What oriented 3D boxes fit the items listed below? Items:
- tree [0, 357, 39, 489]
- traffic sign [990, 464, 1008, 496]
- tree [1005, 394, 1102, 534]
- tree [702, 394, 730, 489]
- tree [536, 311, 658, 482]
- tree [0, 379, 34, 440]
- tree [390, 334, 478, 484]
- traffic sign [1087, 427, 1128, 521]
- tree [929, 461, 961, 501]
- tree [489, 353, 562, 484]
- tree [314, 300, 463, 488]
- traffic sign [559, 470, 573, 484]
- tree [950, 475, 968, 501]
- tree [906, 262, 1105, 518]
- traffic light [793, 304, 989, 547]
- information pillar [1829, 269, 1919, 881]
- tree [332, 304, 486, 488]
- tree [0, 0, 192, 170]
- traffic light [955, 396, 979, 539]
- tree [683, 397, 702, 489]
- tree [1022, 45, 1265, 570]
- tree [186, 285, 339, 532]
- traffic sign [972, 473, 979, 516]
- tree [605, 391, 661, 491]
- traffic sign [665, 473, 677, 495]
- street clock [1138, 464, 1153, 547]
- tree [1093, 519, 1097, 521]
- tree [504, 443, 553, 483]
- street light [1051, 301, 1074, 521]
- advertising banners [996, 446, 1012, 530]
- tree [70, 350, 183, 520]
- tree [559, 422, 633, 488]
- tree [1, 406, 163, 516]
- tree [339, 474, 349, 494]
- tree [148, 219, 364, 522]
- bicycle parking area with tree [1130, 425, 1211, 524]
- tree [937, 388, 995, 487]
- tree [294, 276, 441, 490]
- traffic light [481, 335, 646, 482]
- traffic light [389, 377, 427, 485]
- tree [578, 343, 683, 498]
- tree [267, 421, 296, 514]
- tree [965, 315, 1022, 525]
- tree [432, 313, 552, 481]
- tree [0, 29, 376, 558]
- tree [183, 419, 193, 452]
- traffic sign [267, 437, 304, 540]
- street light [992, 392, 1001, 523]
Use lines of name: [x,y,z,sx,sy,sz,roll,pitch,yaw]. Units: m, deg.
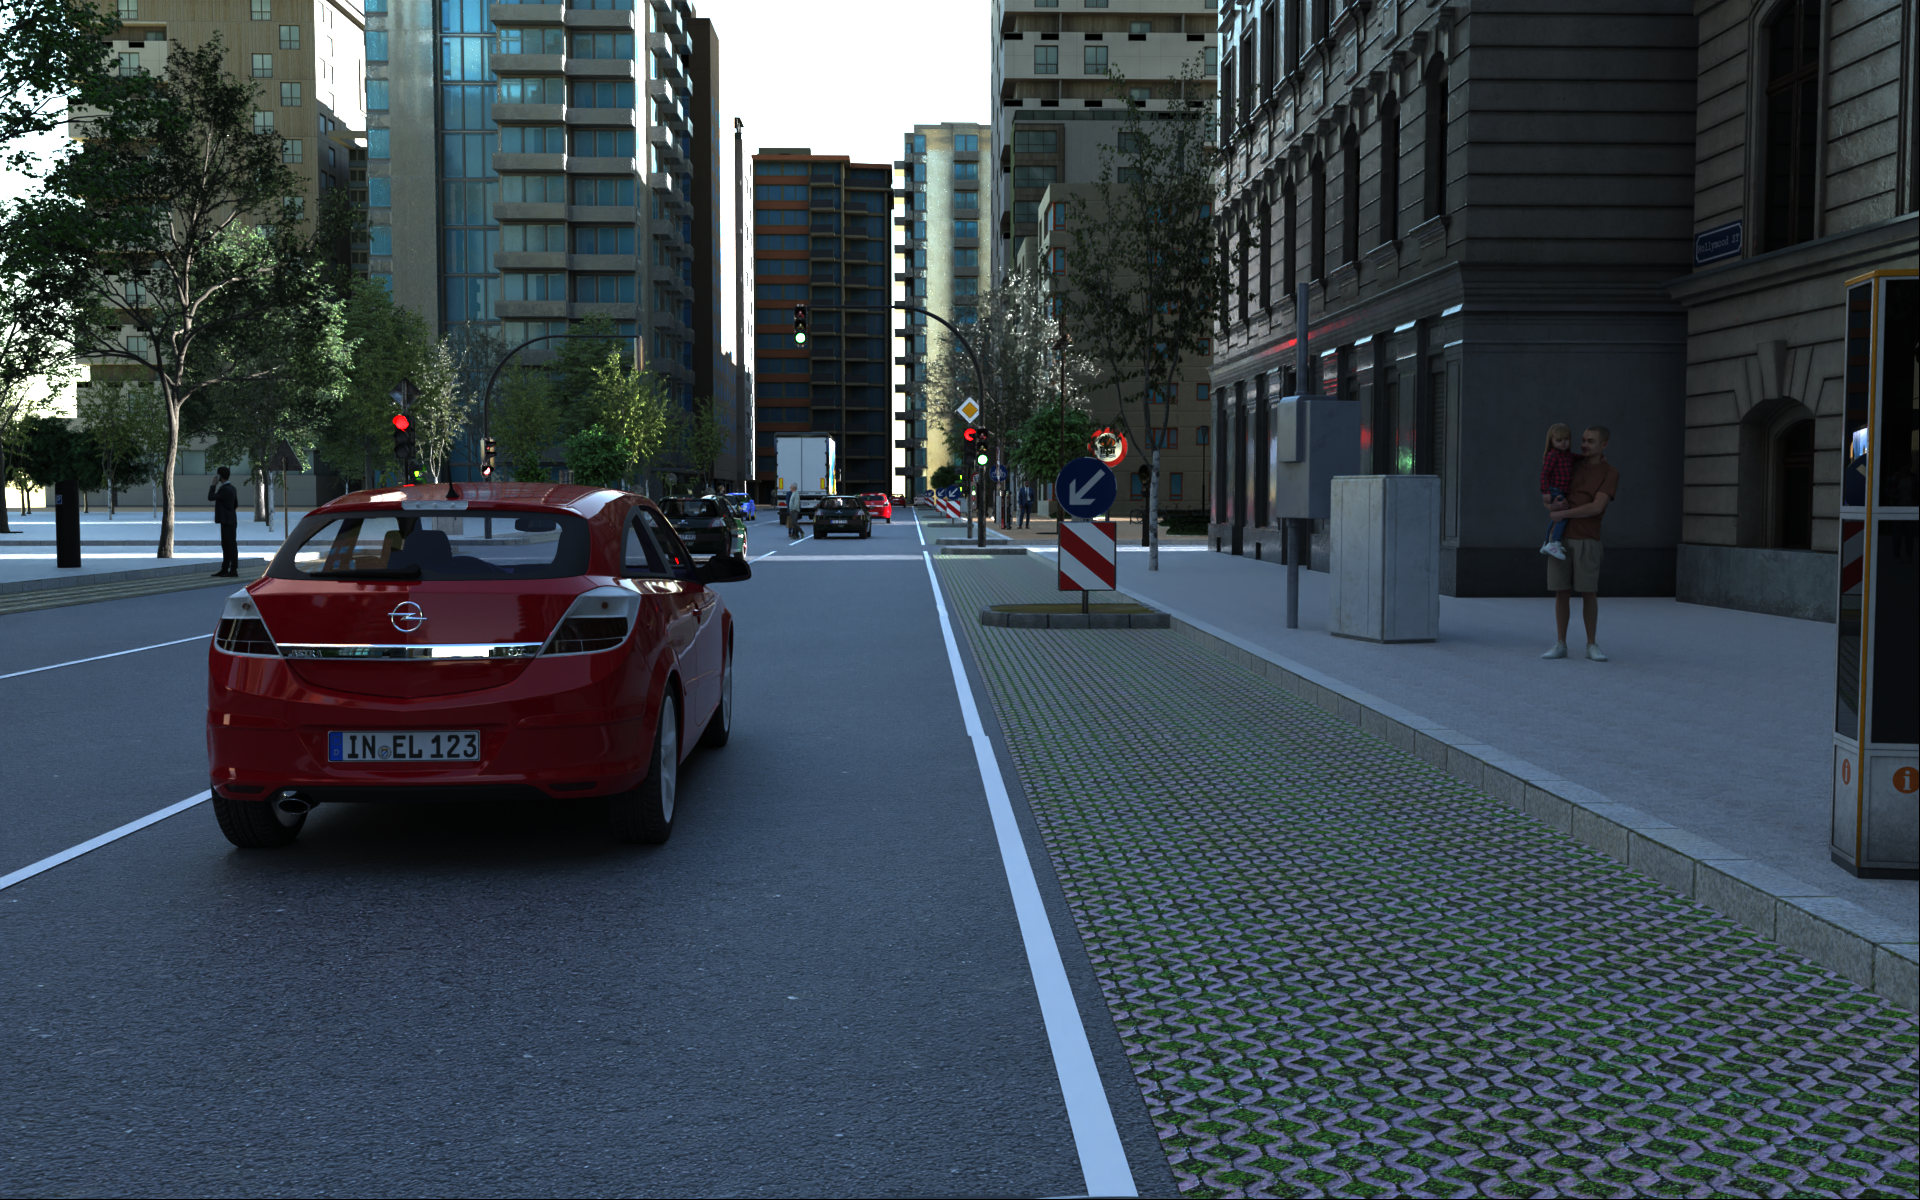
tree: [-43.614,-7.830,78.376,4.737,8.622,4.395,0,3,0]
traffic sign: [1.643,-4.506,73.778,0.768,2.556,0.104,0,4,4]
tree: [3.230,-4.399,55.631,4.285,4.588,4.351,0,3,0]
tree: [-18.517,-10.738,125.921,4.737,8.622,4.395,0,3,0]
tree: [-22.898,-11.621,108.129,7.486,12.596,7.792,0,3,0]
tree: [-41.691,-7.499,72.969,4.360,8.622,3.978,0,3,0]
tree: [-24.256,-7.919,79.842,4.360,8.622,3.978,0,3,0]
traffic sign: [2.812,-2.014,33.042,0.768,2.556,0.104,0,4,4]
tree: [-1.160,-11.380,169.780,4.285,4.588,4.351,0,3,0]
tree: [-22.250,-8.493,89.227,4.737,8.622,4.395,0,3,0]
tree: [-33.877,-11.282,101.474,9.611,12.733,9.660,0,3,0]
traffic sign: [-16.572,-4.329,72.911,0.606,2.300,0.079,0,4,0]
tree: [0.184,-9.367,147.751,1.663,3.219,1.824,0,3,0]
tree: [2.349,-11.040,90.880,12.009,13.543,11.850,0,3,0]
traffic light: [-1.588,-4.100,41.706,4.771,5.953,1.251,0,4,-2]
information pillar: [3.161,-0.082,5.834,0.304,2.012,0.304,1,4,10]
tree: [-21.532,-7.107,66.562,4.737,8.622,4.395,0,3,0]
tree: [-14.974,-6.029,24.323,9.928,11.665,9.643,0,3,0]
traffic light: [0.266,-3.729,49.890,0.839,4.253,0.868,0,4,-2]
tree: [-17.364,-8.947,96.642,4.737,8.622,4.395,0,3,0]
tree: [3.236,-4.820,29.162,4.360,8.622,3.978,0,3,0]
tree: [-23.638,-6.617,58.545,4.360,8.622,3.978,0,3,0]
traffic sign: [1.024,-6.161,100.845,0.768,2.556,0.104,0,4,6]
tree: [-21.766,-10.069,114.990,4.360,8.622,3.978,0,3,0]
traffic sign: [-17.434,-6.385,104.495,0.768,2.556,0.104,0,4,4]
street clock: [4.577,-2.308,42.312,0.358,2.002,0.471,-2,4,-30]
tree: [5.988,-5.461,83.889,1.663,3.219,1.824,0,3,0]
tree: [-16.013,-4.307,65.013,1.663,3.219,1.824,0,3,0]
street light: [2.459,-4.209,41.602,0.468,5.910,1.993,0,4,-2]
advertising banners: [1.581,-4.086,62.988,0.090,3.025,2.074,-1,4,-13]
tree: [-42.318,-8.325,86.477,4.737,8.622,4.395,0,3,0]
tree: [-16.473,-5.793,78.426,4.285,4.588,4.351,0,3,0]
tree: [-57.532,-9.027,110.505,11.467,7.101,20.602,-3,4,-36]
tree: [-42.937,-10.458,121.350,4.360,8.622,3.978,0,3,0]
tree: [-32.582,-10.624,80.354,9.857,13.997,8.962,0,3,0]
bicycle parking area with tree: [11.704,-5.360,74.638,8.231,4.147,9.016,-3,4,-38]
tree: [0.526,-10.018,114.151,4.737,8.622,4.395,0,3,0]
tree: [-30.774,-10.503,89.858,7.486,12.596,7.792,0,3,0]
traffic light: [-11.400,-4.581,49.568,4.771,5.953,1.251,0,4,-2]
traffic light: [-13.254,-3.215,41.490,0.839,4.253,0.868,0,4,-2]
tree: [-16.372,-8.252,85.284,4.737,8.622,4.395,0,3,0]
tree: [-43.240,-9.730,109.454,4.737,8.622,4.395,0,3,0]
tree: [2.329,-7.362,70.737,4.360,8.622,3.978,0,3,0]
tree: [-32.721,-12.740,118.667,12.009,13.543,11.850,0,3,0]
tree: [-15.639,-6.120,34.483,7.601,10.594,8.767,0,4,0]
tree: [-43.059,-8.721,92.957,4.737,8.622,4.395,0,3,0]
traffic sign: [-15.484,-2.432,39.766,0.884,2.594,0.081,0,4,6]
street light: [1.579,-6.340,76.449,0.468,5.910,1.993,0,4,-2]
